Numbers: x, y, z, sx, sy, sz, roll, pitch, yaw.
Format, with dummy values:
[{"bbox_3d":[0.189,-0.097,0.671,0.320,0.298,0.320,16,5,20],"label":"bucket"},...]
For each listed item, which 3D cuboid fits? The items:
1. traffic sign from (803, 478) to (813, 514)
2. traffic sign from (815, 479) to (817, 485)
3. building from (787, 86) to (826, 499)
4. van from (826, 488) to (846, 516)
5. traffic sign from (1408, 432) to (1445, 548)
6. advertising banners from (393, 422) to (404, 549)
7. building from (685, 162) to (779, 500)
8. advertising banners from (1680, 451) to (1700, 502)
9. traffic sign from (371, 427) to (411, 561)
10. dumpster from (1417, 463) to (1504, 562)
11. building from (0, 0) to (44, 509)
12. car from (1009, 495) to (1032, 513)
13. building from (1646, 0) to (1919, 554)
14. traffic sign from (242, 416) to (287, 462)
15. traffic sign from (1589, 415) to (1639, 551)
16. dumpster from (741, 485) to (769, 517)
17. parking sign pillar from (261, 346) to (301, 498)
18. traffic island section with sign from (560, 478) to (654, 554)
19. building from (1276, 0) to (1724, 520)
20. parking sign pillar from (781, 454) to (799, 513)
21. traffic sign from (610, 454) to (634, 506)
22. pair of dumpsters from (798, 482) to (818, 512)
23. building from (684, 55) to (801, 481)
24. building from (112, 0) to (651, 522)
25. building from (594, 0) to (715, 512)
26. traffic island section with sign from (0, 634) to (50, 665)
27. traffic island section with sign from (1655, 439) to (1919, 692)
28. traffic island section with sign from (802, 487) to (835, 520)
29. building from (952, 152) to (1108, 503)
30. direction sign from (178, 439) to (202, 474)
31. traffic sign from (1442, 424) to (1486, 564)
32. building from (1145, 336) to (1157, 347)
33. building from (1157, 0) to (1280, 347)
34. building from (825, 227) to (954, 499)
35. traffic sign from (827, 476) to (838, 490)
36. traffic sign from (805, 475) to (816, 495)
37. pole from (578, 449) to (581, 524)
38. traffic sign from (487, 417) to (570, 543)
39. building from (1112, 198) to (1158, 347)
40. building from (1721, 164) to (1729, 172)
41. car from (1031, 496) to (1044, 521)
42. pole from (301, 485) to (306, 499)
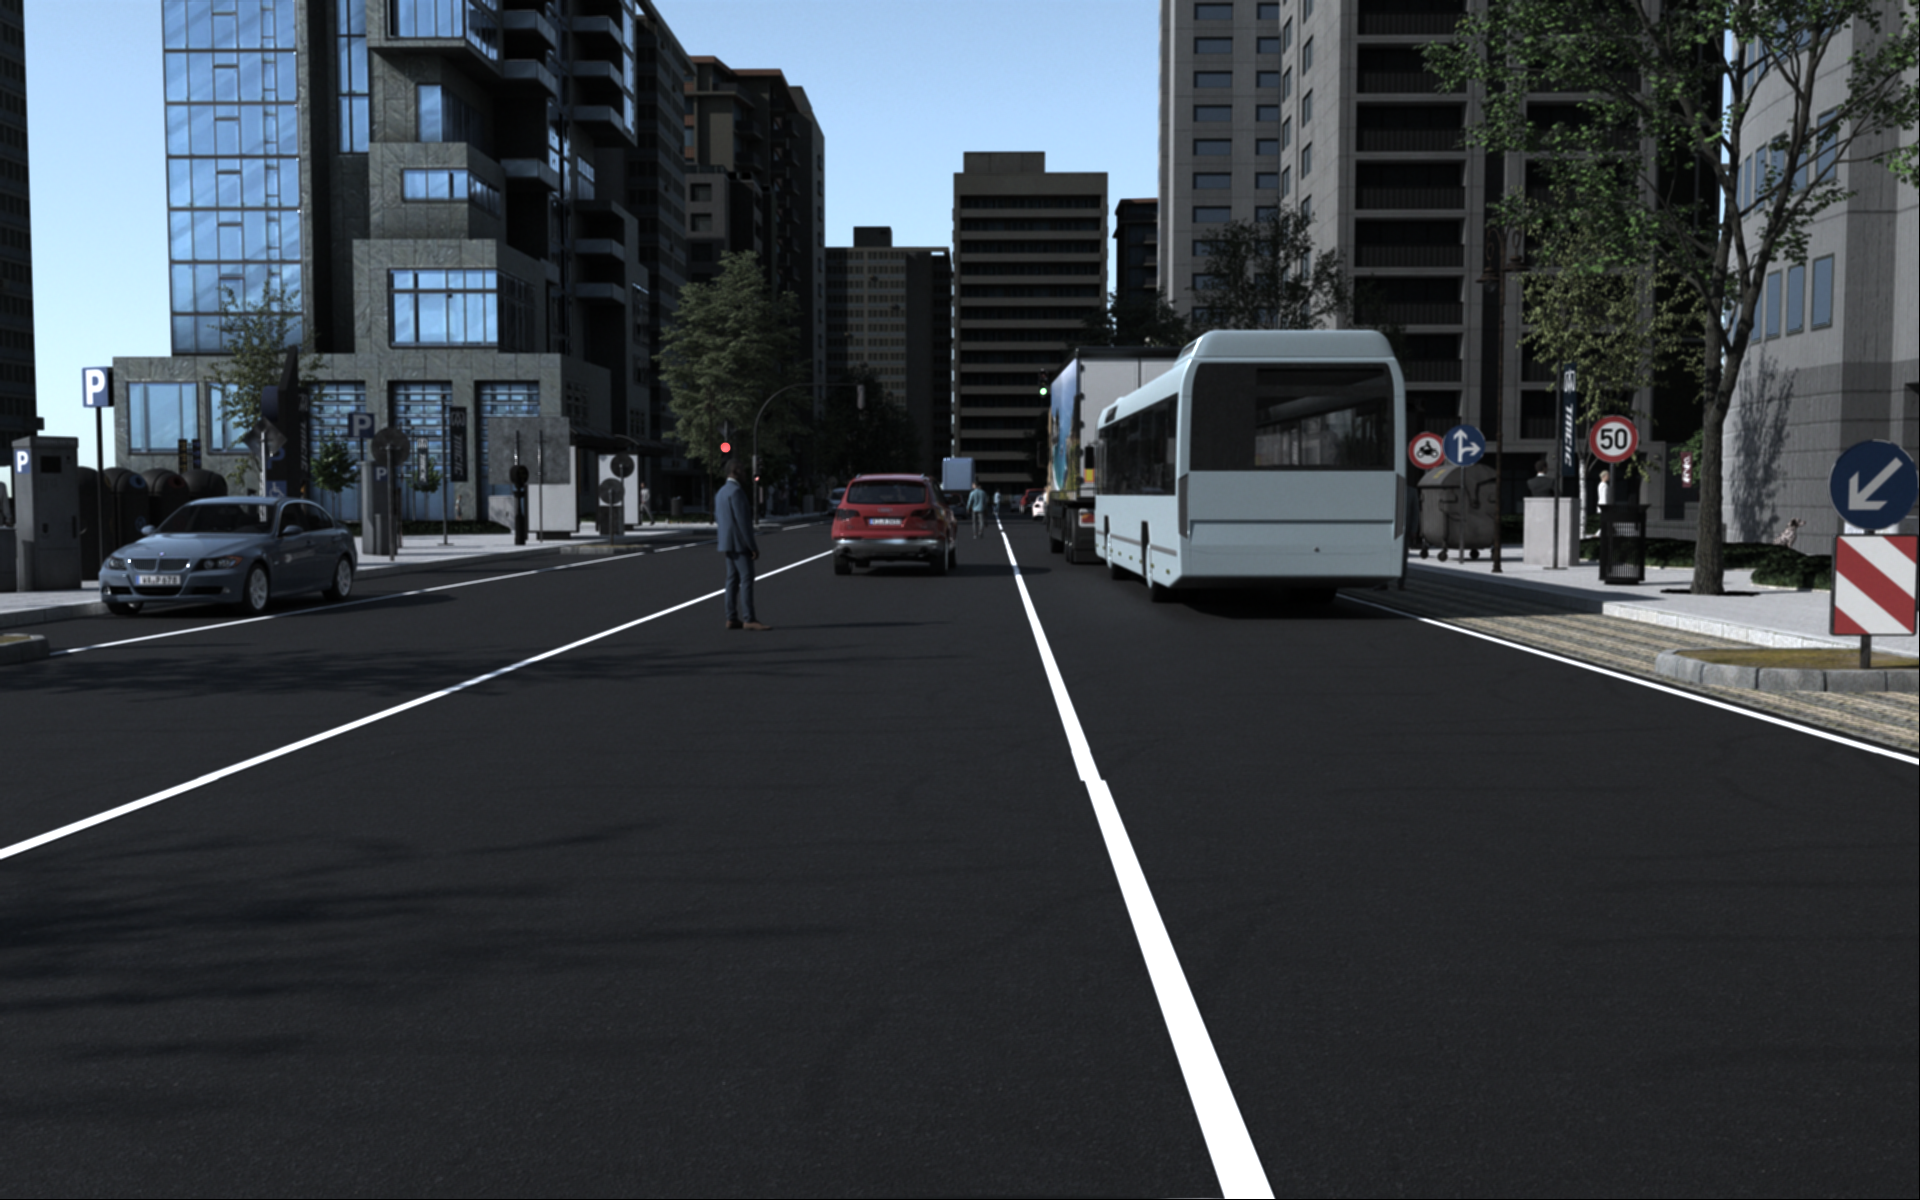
[{"bbox_3d":[-9.871,-6.754,112.551,0.606,2.300,0.079,0,4,3],"label":"traffic sign"},{"bbox_3d":[-11.410,-8.171,133.700,0.768,2.556,0.104,0,4,4],"label":"traffic sign"},{"bbox_3d":[-27.321,-35.461,203.496,21.600,48.544,21.300,0,4,1],"label":"building"},{"bbox_3d":[-7.640,-6.443,112.362,2.013,2.044,4.112,0,4,1],"label":"van"},{"bbox_3d":[9.586,-2.170,35.583,0.768,2.556,0.104,1,4,10],"label":"traffic sign"},{"bbox_3d":[-13.443,-2.772,41.513,0.090,3.025,2.074,-1,4,-12],"label":"advertising banners"},{"bbox_3d":[-24.053,-23.426,154.714,14.160,30.474,14.107,0,4,1],"label":"building"},{"bbox_3d":[30.283,-4.541,70.441,2.074,3.025,0.090,3,5,44],"label":"advertising banners"},{"bbox_3d":[-10.861,-2.015,33.048,0.768,2.556,0.104,0,4,4],"label":"traffic sign"},{"bbox_3d":[9.668,-1.694,33.455,1.264,1.857,1.865,0,4,1],"label":"dumpster"},{"bbox_3d":[-68.060,-24.659,95.057,23.993,40.220,32.217,0,4,1],"label":"building"},{"bbox_3d":[4.896,-7.539,135.616,2.083,1.381,4.827,0,4,2],"label":"car"},{"bbox_3d":[28.512,-30.188,35.581,21.231,58.520,28.212,0,4,1],"label":"building"},{"bbox_3d":[-11.799,-1.814,29.390,0.795,2.593,0.064,0,4,5],"label":"traffic sign"},{"bbox_3d":[10.557,-1.709,28.048,0.768,2.556,0.104,1,4,10],"label":"traffic sign"},{"bbox_3d":[-11.507,-5.764,96.736,1.502,2.255,1.985,0,4,1],"label":"dumpster"},{"bbox_3d":[-12.091,-2.594,30.884,1.447,3.967,1.447,-1,4,-12],"label":"parking sign pillar"},{"bbox_3d":[-8.592,-2.069,42.449,1.989,1.847,2.006,0,4,1],"label":"traffic island section with sign"},{"bbox_3d":[28.319,-39.771,88.513,20.611,71.187,20.563,0,4,1],"label":"building"},{"bbox_3d":[-11.546,-7.826,116.420,1.447,3.967,1.447,2,4,35],"label":"parking sign pillar"},{"bbox_3d":[-10.655,-3.337,54.666,0.768,2.556,0.104,0,4,2],"label":"traffic sign"},{"bbox_3d":[-10.660,-7.239,120.849,1.574,2.255,4.437,0,4,1],"label":"pair of dumpsters"},{"bbox_3d":[-28.098,-31.907,176.306,22.147,44.769,28.867,0,4,1],"label":"building"},{"bbox_3d":[-29.172,-47.708,92.695,22.319,86.520,31.000,0,4,1],"label":"building"},{"bbox_3d":[-33.783,-26.773,129.620,32.217,40.220,23.993,0,4,1],"label":"building"},{"bbox_3d":[-9.052,-0.379,14.827,1.989,1.847,2.006,0,4,1],"label":"traffic island section with sign"},{"bbox_3d":[6.554,-0.291,13.383,1.989,1.847,2.006,0,4,1],"label":"traffic island section with sign"},{"bbox_3d":[-7.689,-5.355,96.186,1.989,1.847,2.006,0,4,1],"label":"traffic island section with sign"},{"bbox_3d":[9.805,-38.168,247.753,21.600,48.544,21.300,0,4,1],"label":"building"},{"bbox_3d":[-31.747,-4.860,71.460,0.876,3.537,0.379,-1,4,-9],"label":"direction sign"},{"bbox_3d":[9.221,-1.937,31.768,0.768,2.556,0.104,1,4,9],"label":"traffic sign"},{"bbox_3d":[34.542,-21.691,199.687,27.650,21.520,28.899,0,4,1],"label":"building"},{"bbox_3d":[29.996,-38.418,170.127,21.231,58.520,28.212,0,4,1],"label":"building"},{"bbox_3d":[-12.888,-34.405,254.401,23.993,40.220,32.217,0,4,1],"label":"building"},{"bbox_3d":[-9.212,-7.638,124.990,0.768,2.556,0.104,1,4,9],"label":"traffic sign"},{"bbox_3d":[-10.058,-7.094,116.088,0.768,2.556,0.104,0,4,4],"label":"traffic sign"},{"bbox_3d":[-16.167,-4.857,73.255,0.158,3.312,0.155,0,3,0],"label":"pole"},{"bbox_3d":[-11.391,-3.173,45.745,2.265,3.308,0.079,0,4,8],"label":"traffic sign"},{"bbox_3d":[35.036,-36.263,247.518,28.867,44.769,22.147,0,4,1],"label":"building"},{"bbox_3d":[69.095,-30.908,197.232,23.993,40.220,32.217,0,4,1],"label":"building"},{"bbox_3d":[4.865,-4.994,94.009,2.083,1.381,4.827,0,4,3],"label":"car"},{"bbox_3d":[-26.935,-4.716,70.946,0.158,3.312,0.155,0,3,0],"label":"pole"}]
